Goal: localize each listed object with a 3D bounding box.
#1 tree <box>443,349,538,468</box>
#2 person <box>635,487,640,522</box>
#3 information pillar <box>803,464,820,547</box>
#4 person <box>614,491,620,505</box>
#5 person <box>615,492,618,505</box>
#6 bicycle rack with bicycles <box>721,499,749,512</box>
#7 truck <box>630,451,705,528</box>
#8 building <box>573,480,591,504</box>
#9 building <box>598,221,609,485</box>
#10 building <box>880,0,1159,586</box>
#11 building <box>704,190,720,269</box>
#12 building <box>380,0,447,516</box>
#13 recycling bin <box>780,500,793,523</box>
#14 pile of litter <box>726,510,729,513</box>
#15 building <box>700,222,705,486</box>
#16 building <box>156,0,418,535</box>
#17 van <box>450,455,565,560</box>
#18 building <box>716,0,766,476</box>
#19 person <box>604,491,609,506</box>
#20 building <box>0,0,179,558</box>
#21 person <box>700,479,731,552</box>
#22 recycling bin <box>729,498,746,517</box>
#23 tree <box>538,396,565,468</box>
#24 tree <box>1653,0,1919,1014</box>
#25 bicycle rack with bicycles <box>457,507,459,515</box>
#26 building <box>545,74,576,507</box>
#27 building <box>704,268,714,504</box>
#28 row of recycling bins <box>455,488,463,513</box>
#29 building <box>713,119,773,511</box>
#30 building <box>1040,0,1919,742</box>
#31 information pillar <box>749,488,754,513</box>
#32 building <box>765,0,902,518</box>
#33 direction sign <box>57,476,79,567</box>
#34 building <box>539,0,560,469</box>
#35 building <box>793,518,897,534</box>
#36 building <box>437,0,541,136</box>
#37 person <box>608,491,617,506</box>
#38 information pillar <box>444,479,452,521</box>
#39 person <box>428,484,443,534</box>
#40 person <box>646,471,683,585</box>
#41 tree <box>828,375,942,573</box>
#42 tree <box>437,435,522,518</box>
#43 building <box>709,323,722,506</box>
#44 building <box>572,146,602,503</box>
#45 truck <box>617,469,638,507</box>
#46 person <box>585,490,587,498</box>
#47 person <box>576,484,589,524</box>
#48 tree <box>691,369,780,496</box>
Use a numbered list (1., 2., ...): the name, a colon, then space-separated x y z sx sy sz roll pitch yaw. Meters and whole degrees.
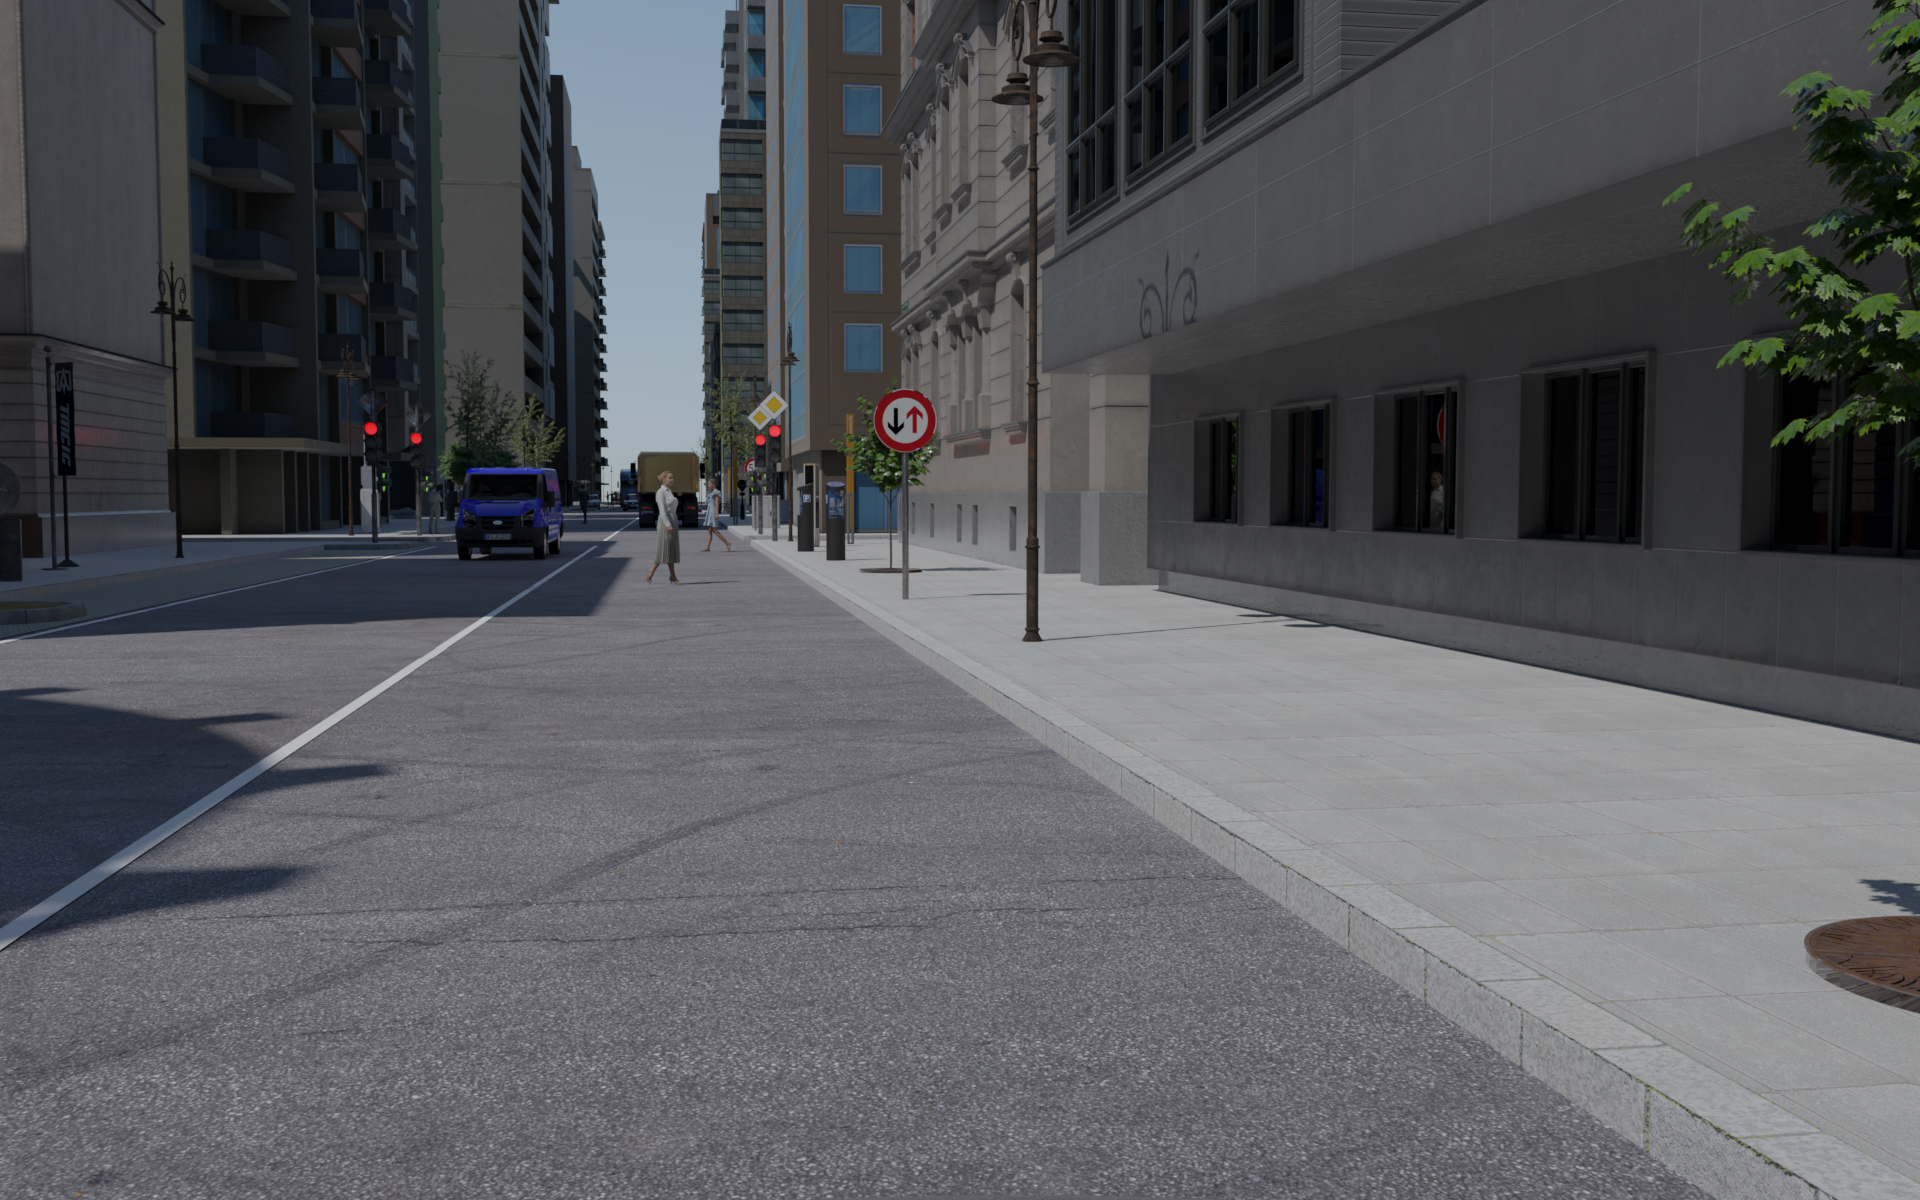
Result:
1. tree: -24.330 -8.417 87.973 4.737 8.622 4.395 0 3 0
2. person: -16.226 -4.875 88.182 0.580 1.828 0.573 0 4 2
3. information pillar: -3.592 -2.291 41.944 0.304 2.012 0.304 1 4 16
4. person: -43.295 -12.914 219.732 0.705 1.812 1.348 3 5 41
5. person: -45.643 -13.531 230.658 0.541 1.710 0.530 -1 4 -20
6. bicycle rack with bicycles: -16.323 -6.891 126.054 2.925 0.926 2.852 -1 4 -21
7. truck: -13.057 -4.990 77.511 3.469 3.379 9.791 -1 4 -10
8. building: -63.664 -32.244 219.075 32.217 40.220 23.993 -1 4 -9
9. building: -65.982 -37.488 267.545 22.147 44.769 28.867 -1 4 -9
10. building: 6.271 -15.163 35.301 14.401 28.519 23.554 -1 4 -9
11. building: -29.838 -36.780 251.470 14.600 45.320 14.200 -1 4 -9
12. building: -36.895 -25.234 96.170 14.154 41.232 14.086 -1 4 -9
13. recycling bin: -7.660 -3.898 76.286 0.722 1.027 0.722 1 4 13
14. pile of litter: -15.231 -6.270 116.478 1.176 0.858 1.719 1 4 17
15. building: -29.588 -37.866 273.740 22.147 44.769 28.867 -1 4 -9
16. building: -33.073 -25.073 64.575 22.147 44.769 28.867 -1 4 -9
17. van: -10.243 -2.150 39.543 2.240 2.365 5.245 0 4 -8
18. building: -10.596 -33.064 160.202 23.786 49.044 30.456 -1 4 -9
19. person: -41.187 -11.784 201.693 0.750 1.759 0.617 0 4 1
20. building: -28.071 -10.559 37.272 19.286 19.102 10.561 -1 4 -9
21. person: -6.069 -2.099 42.920 0.778 1.811 0.616 0 4 -5
22. recycling bin: -12.734 -5.298 99.177 0.722 1.027 0.722 -3 4 -37
23. tree: -30.787 -10.653 124.546 4.737 8.622 4.395 0 3 0
24. tree: 2.658 -0.603 4.467 1.663 3.219 1.824 0 3 0
25. bicycle rack with bicycles: -33.118 -6.520 119.987 2.925 0.926 2.852 3 4 36
26. building: -47.830 -32.474 181.060 14.600 45.320 14.200 -1 4 -9
27. building: -25.866 -27.612 223.165 14.160 30.474 14.107 -1 4 -9
28. row of recycling bins: -33.529 -6.712 116.861 3.534 1.692 1.069 -1 4 -11
29. building: -12.013 -22.377 137.558 14.160 30.474 14.107 -1 4 -9
30. building: 10.308 -11.585 8.474 14.314 24.678 30.058 -1 4 -9
31. information pillar: -14.444 -7.069 120.076 0.304 2.012 0.304 2 4 26
32. building: -5.383 -28.353 113.686 14.600 45.320 14.200 -1 4 -9
33. direction sign: -15.737 -2.350 30.426 0.379 3.537 0.876 -2 4 -34
34. building: -51.907 -34.853 159.078 28.713 52.752 27.495 -1 4 -9
35. building: 1.085 -25.200 62.136 14.200 45.320 14.600 -1 4 -9
36. building: -44.422 -31.309 135.599 21.300 48.544 21.600 -1 4 -9
37. person: -39.875 -11.623 198.514 1.348 1.826 0.705 -2 4 -31
38. information pillar: -24.569 -4.815 83.220 0.304 2.012 0.304 -2 4 -34
39. person: -18.551 -3.216 61.261 0.511 1.800 0.466 0 4 5
40. person: -4.698 -1.144 27.427 0.641 1.798 0.478 2 4 25
41. tree: -1.025 -2.062 28.321 1.663 3.219 1.824 0 3 0
42. tree: -26.357 -6.689 93.080 4.285 4.588 4.351 0 3 0
43. building: -13.448 -21.197 191.610 27.650 21.520 28.899 -1 4 -9
44. building: -61.776 -37.853 242.595 21.300 48.544 21.600 -1 4 -9
45. truck: -36.348 -12.377 192.120 2.967 4.110 18.799 -1 4 -10
46. person: -31.024 -8.231 143.803 0.721 1.735 1.217 0 4 8
47. person: -18.339 -4.667 84.171 0.474 1.900 0.648 1 4 16
48. tree: -13.046 -9.309 102.564 4.737 8.622 4.395 0 3 0
